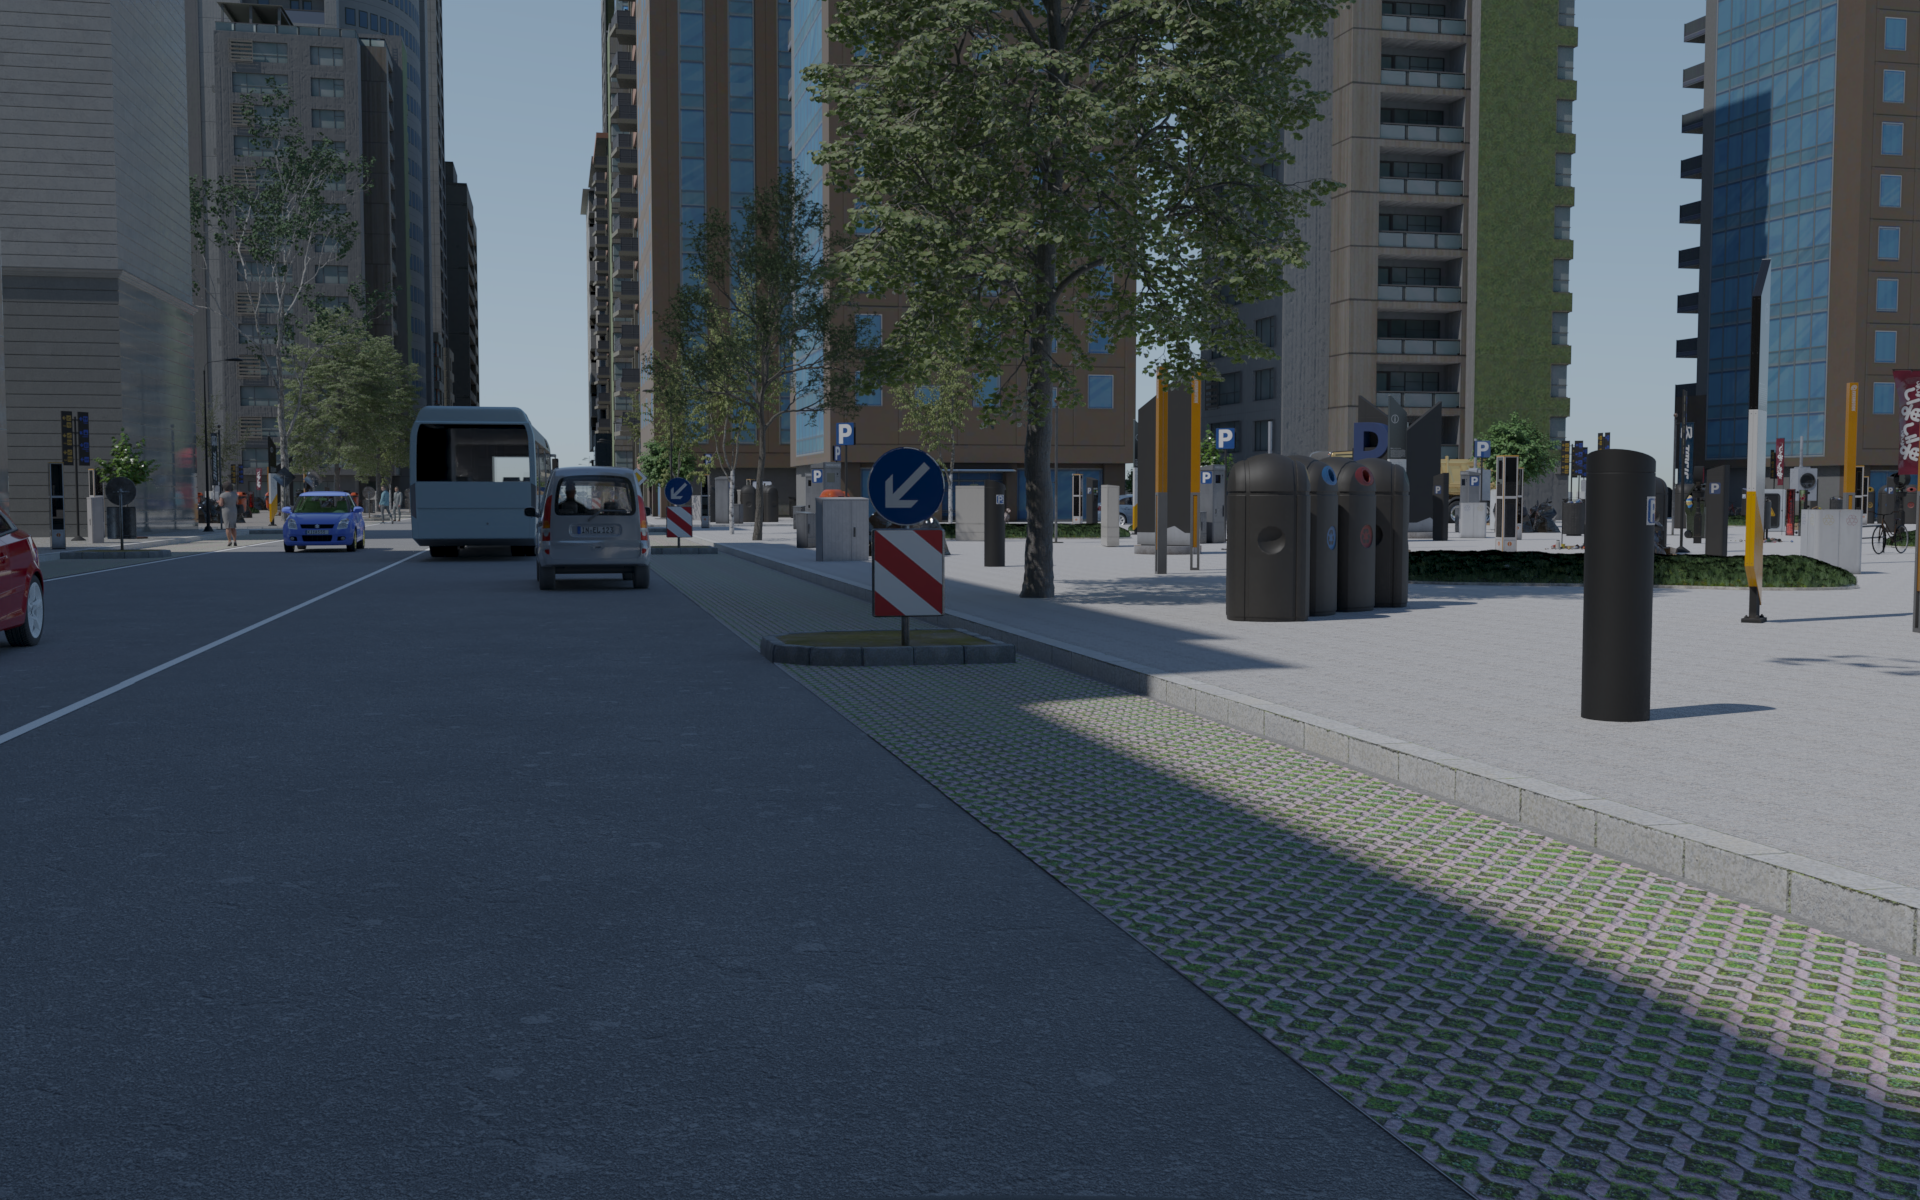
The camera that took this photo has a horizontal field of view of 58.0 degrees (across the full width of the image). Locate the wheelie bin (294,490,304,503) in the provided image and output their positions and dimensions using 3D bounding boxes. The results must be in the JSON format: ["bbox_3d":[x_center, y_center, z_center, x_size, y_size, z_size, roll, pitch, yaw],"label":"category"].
[{"bbox_3d":[-48.562,-7.316,127.522,0.980,1.594,0.693,0,4,8],"label":"wheelie bin"}]

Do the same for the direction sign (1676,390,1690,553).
[{"bbox_3d":[15.855,-2.812,37.974,0.379,3.537,0.876,2,4,27],"label":"direction sign"}]

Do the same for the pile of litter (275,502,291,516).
[{"bbox_3d":[-39.628,-5.373,101.820,1.719,0.858,1.176,2,4,31],"label":"pile of litter"}]

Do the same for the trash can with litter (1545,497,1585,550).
[{"bbox_3d":[14.707,-1.789,40.309,2.233,1.210,1.678,1,4,11],"label":"trash can with litter"}]

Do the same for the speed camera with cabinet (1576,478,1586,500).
[{"bbox_3d":[40.668,-7.247,112.824,0.660,3.252,2.038,2,4,31],"label":"speed camera with cabinet"}]

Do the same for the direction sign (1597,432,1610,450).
[{"bbox_3d":[23.671,-4.389,63.760,0.379,3.537,0.876,0,4,-7],"label":"direction sign"}]

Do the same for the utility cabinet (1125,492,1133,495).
[{"bbox_3d":[12.788,-7.345,128.763,1.173,1.500,0.318,2,4,26],"label":"utility cabinet"}]

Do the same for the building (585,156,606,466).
[{"bbox_3d":[-41.717,-41.346,265.252,28.713,52.752,27.495,-1,4,-13],"label":"building"}]

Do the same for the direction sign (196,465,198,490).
[{"bbox_3d":[-54.648,-8.076,124.044,0.379,3.537,0.876,-1,4,-21],"label":"direction sign"}]

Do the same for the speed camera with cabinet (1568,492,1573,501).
[{"bbox_3d":[43.014,-7.958,124.447,0.660,3.252,2.038,-2,4,-33],"label":"speed camera with cabinet"}]

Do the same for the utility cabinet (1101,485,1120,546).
[{"bbox_3d":[3.684,-2.061,42.381,0.318,1.500,1.173,0,4,-3],"label":"utility cabinet"}]

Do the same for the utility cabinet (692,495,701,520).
[{"bbox_3d":[-12.623,-4.476,84.350,1.020,1.237,0.306,3,5,40],"label":"utility cabinet"}]

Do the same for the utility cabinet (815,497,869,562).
[{"bbox_3d":[-2.254,-1.350,33.226,1.020,1.237,0.306,-2,4,-32],"label":"utility cabinet"}]

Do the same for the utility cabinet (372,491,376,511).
[{"bbox_3d":[-44.578,-7.519,131.612,1.173,1.500,0.318,2,4,23],"label":"utility cabinet"}]

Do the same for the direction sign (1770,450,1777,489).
[{"bbox_3d":[41.663,-5.911,88.636,0.876,3.537,0.379,-3,4,-39],"label":"direction sign"}]

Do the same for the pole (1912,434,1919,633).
[{"bbox_3d":[8.926,-1.350,15.918,0.158,3.312,0.155,0,3,0],"label":"pole"}]

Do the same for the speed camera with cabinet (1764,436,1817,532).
[{"bbox_3d":[28.026,-3.951,58.935,2.038,3.252,0.660,0,4,-2],"label":"speed camera with cabinet"}]

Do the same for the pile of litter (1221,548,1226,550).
[{"bbox_3d":[6.864,-1.563,39.512,1.719,0.858,1.176,2,4,24],"label":"pile of litter"}]

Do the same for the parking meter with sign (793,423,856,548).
[{"bbox_3d":[-3.251,-2.779,41.699,0.543,3.016,1.738,2,4,34],"label":"parking meter with sign"}]

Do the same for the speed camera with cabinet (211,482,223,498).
[{"bbox_3d":[-55.235,-8.222,128.759,0.660,3.252,2.038,-1,4,-14],"label":"speed camera with cabinet"}]

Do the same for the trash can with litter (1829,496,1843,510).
[{"bbox_3d":[33.082,-3.375,66.242,2.233,1.210,1.678,0,4,2],"label":"trash can with litter"}]

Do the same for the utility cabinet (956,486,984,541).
[{"bbox_3d":[0.485,-2.345,47.028,1.173,1.500,0.318,1,4,8],"label":"utility cabinet"}]

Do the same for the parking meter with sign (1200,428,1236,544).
[{"bbox_3d":[6.550,-2.991,45.170,0.543,3.016,1.738,2,4,35],"label":"parking meter with sign"}]

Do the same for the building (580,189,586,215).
[{"bbox_3d":[-48.769,-42.969,291.789,28.713,52.752,27.495,-1,4,-13],"label":"building"}]

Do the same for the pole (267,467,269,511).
[{"bbox_3d":[-51.678,-8.301,129.569,0.158,3.312,0.155,0,3,0],"label":"pole"}]

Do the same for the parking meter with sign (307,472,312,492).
[{"bbox_3d":[-51.178,-8.546,135.995,0.543,3.016,1.738,0,4,-5],"label":"parking meter with sign"}]

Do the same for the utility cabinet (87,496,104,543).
[{"bbox_3d":[-22.720,-2.100,45.497,0.306,1.237,1.020,-2,4,-32],"label":"utility cabinet"}]

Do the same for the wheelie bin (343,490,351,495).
[{"bbox_3d":[-50.346,-8.221,142.325,0.693,1.594,0.980,2,4,32],"label":"wheelie bin"}]

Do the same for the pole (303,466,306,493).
[{"bbox_3d":[-46.663,-7.926,123.432,0.158,3.312,0.155,0,3,0],"label":"pole"}]

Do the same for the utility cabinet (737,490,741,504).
[{"bbox_3d":[-11.499,-5.073,91.626,1.173,1.500,0.318,0,4,7],"label":"utility cabinet"}]

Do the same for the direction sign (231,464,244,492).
[{"bbox_3d":[-54.821,-8.527,131.410,0.876,3.537,0.379,-1,4,-20],"label":"direction sign"}]

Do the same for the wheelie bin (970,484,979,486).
[{"bbox_3d":[0.435,-2.853,54.555,0.693,1.594,0.980,-1,4,-22],"label":"wheelie bin"}]

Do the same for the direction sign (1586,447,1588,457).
[{"bbox_3d":[29.759,-5.582,83.265,0.876,3.537,0.379,-1,4,-15],"label":"direction sign"}]

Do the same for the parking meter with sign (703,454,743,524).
[{"bbox_3d":[-10.176,-4.799,74.730,1.738,3.016,0.543,2,4,23],"label":"parking meter with sign"}]

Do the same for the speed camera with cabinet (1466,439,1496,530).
[{"bbox_3d":[18.963,-4.106,61.465,0.660,3.252,2.038,-3,4,-36],"label":"speed camera with cabinet"}]

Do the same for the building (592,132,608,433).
[{"bbox_3d":[-32.826,-33.922,209.250,22.147,44.769,28.867,-1,4,-13],"label":"building"}]

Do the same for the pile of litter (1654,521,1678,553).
[{"bbox_3d":[13.165,-1.123,32.321,1.176,0.858,1.719,2,4,28],"label":"pile of litter"}]

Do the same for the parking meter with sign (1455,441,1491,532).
[{"bbox_3d":[16.935,-3.742,57.446,0.543,3.016,1.738,0,4,-8],"label":"parking meter with sign"}]

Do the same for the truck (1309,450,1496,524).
[{"bbox_3d":[19.621,-5.005,77.762,9.791,3.379,3.469,-1,4,-11],"label":"truck"}]

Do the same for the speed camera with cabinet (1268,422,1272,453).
[{"bbox_3d":[9.158,-3.232,47.180,2.038,3.252,0.660,2,4,27],"label":"speed camera with cabinet"}]

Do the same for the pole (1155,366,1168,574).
[{"bbox_3d":[3.220,-2.069,27.676,0.158,3.312,0.155,0,3,0],"label":"pole"}]

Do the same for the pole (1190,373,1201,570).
[{"bbox_3d":[3.956,-2.154,29.065,0.158,3.312,0.155,0,3,0],"label":"pole"}]

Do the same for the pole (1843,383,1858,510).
[{"bbox_3d":[16.352,-2.323,31.827,0.158,3.312,0.155,0,3,0],"label":"pole"}]

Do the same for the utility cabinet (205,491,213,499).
[{"bbox_3d":[-56.149,-7.432,130.185,1.173,1.500,0.318,1,4,19],"label":"utility cabinet"}]

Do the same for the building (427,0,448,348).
[{"bbox_3d":[-77.312,-48.532,231.744,20.563,71.187,20.611,-1,4,-13],"label":"building"}]

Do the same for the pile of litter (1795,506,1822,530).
[{"bbox_3d":[30.153,-2.907,61.488,1.719,0.858,1.176,0,4,-6],"label":"pile of litter"}]

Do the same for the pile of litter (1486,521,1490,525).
[{"bbox_3d":[22.329,-3.474,70.771,1.719,0.858,1.176,3,4,39],"label":"pile of litter"}]

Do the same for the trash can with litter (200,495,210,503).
[{"bbox_3d":[-45.767,-5.688,104.055,2.233,1.210,1.678,-1,4,-23],"label":"trash can with litter"}]

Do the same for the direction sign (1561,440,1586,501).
[{"bbox_3d":[25.881,-4.973,73.305,0.876,3.537,0.379,1,4,18],"label":"direction sign"}]

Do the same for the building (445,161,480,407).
[{"bbox_3d":[-82.219,-38.485,252.924,21.300,48.544,21.600,-1,4,-13],"label":"building"}]

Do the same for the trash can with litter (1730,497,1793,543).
[{"bbox_3d":[21.294,-2.147,46.161,1.678,1.210,2.233,2,4,33],"label":"trash can with litter"}]

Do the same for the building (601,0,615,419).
[{"bbox_3d":[-40.944,-49.050,240.211,20.563,71.187,20.611,-1,4,-13],"label":"building"}]

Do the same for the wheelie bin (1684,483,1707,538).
[{"bbox_3d":[21.475,-2.589,50.243,0.980,1.594,0.693,-3,5,-40],"label":"wheelie bin"}]

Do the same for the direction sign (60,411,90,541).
[{"bbox_3d":[-24.245,-3.397,47.530,0.379,3.537,0.876,1,4,22],"label":"direction sign"}]
